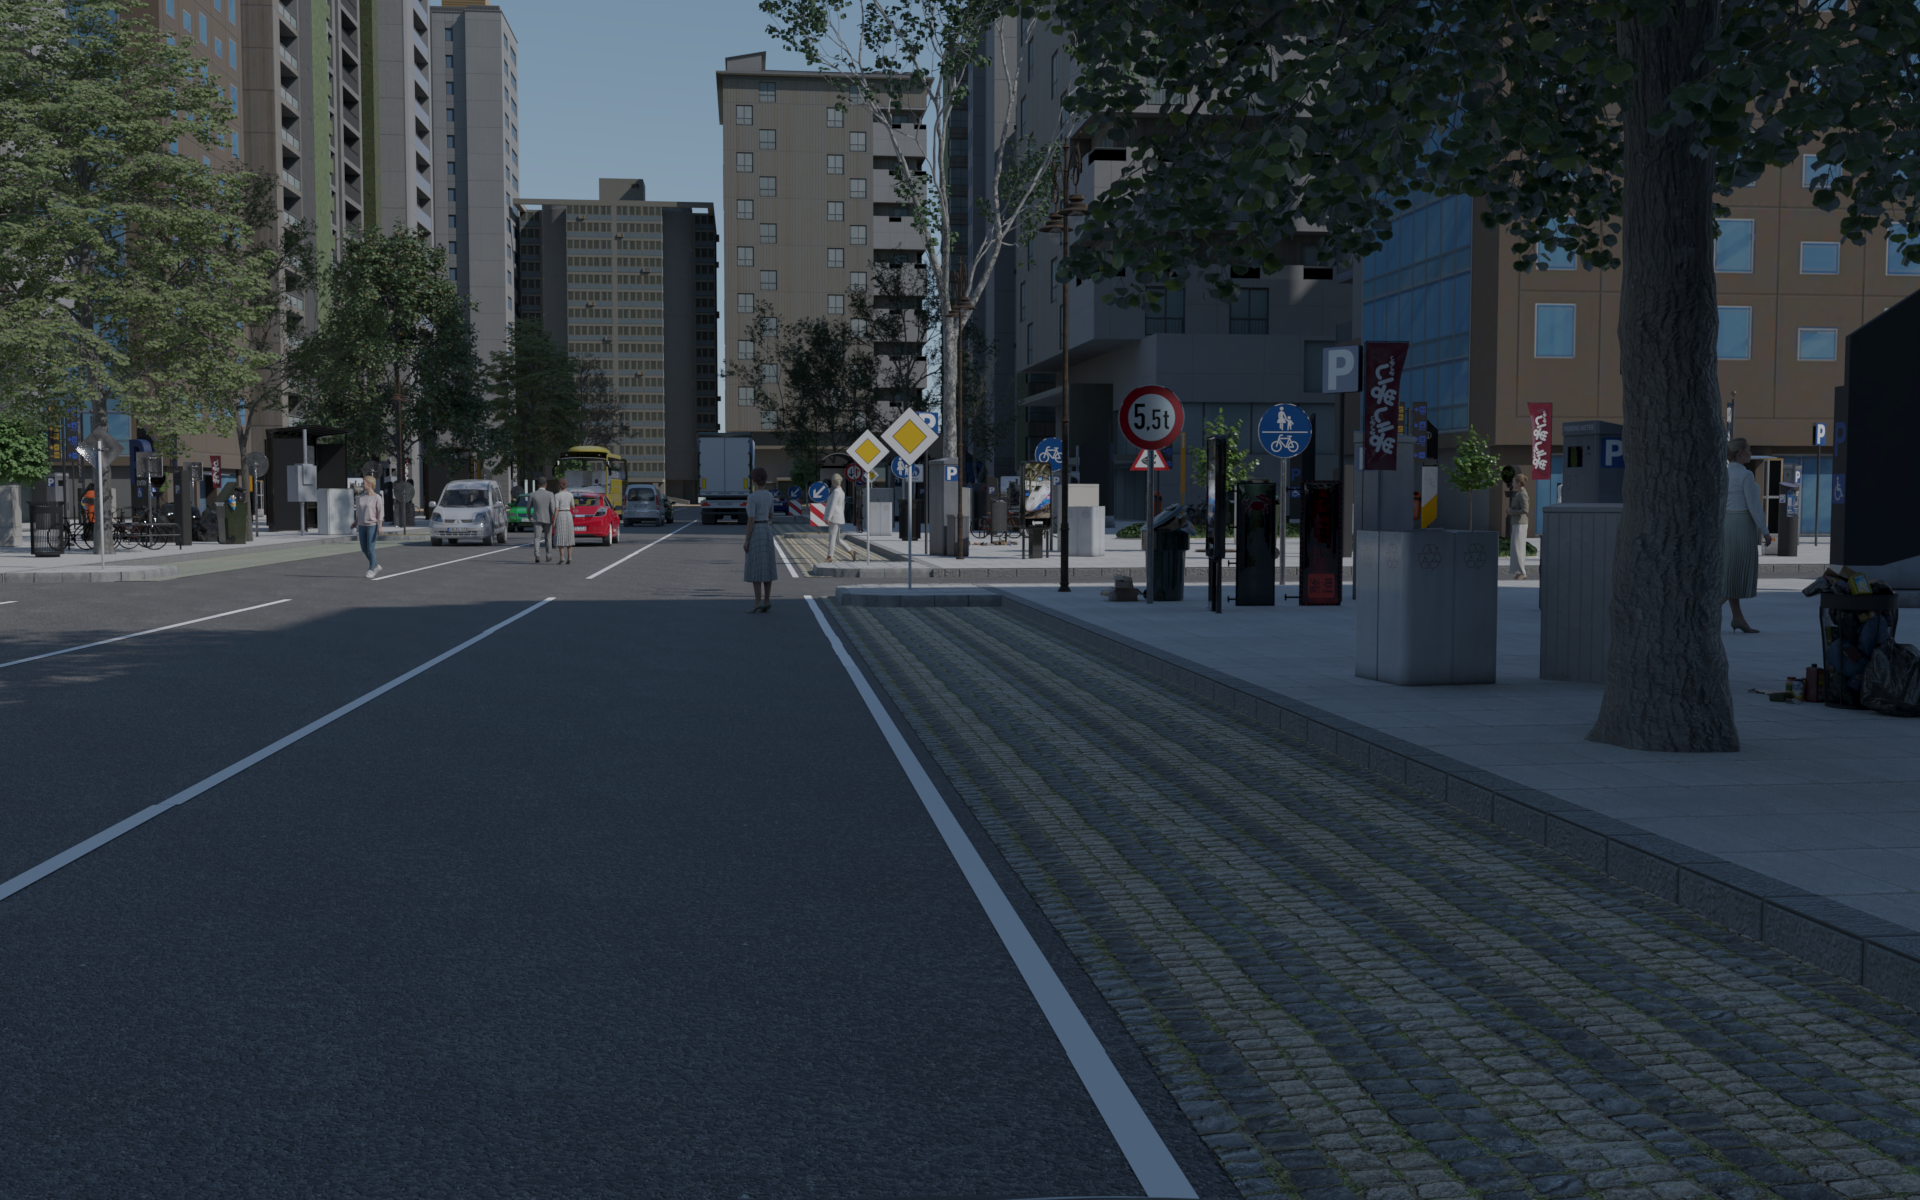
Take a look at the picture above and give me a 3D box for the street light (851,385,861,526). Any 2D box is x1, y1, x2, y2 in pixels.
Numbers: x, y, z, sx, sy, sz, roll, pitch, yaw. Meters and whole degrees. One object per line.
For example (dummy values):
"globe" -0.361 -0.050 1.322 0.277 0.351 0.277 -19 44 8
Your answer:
"street light" -4.231 -5.929 69.726 0.468 5.910 1.993 0 4 -7

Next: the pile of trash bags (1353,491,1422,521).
"pile of trash bags" 12.862 -2.749 54.705 3.447 1.369 1.912 0 4 7

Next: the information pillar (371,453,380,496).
"information pillar" -26.428 -5.323 78.383 0.183 3.616 0.504 1 4 20

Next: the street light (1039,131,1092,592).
"street light" 1.373 -3.046 22.591 0.468 5.910 1.993 0 4 -7

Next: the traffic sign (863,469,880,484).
"traffic sign" -4.329 -5.221 85.088 0.795 2.593 0.064 0 4 0

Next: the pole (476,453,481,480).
"pole" -22.594 -5.355 81.394 0.158 3.312 0.155 0 3 0

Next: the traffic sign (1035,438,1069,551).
"traffic sign" 2.065 -2.387 39.140 0.768 2.556 0.104 0 4 -6

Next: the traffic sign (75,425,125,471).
"traffic sign" -14.629 -1.669 29.481 0.795 2.593 0.064 0 4 -7

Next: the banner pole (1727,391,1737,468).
"banner pole" 18.602 -3.172 41.875 0.401 3.779 0.863 3 4 37

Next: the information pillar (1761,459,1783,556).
"information pillar" 16.934 -1.934 36.116 0.304 2.012 0.304 1 4 10

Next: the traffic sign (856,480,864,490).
"traffic sign" -6.064 -6.428 105.208 0.768 2.556 0.104 0 4 -2

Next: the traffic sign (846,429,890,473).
"traffic sign" -1.631 -1.766 31.063 0.795 2.593 0.064 0 4 -7

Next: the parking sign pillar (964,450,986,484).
"parking sign pillar" 0.947 -7.182 105.900 1.447 3.967 1.447 -1 4 -19

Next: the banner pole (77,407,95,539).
"banner pole" -25.165 -3.644 49.595 0.401 3.779 0.863 -3 4 -39

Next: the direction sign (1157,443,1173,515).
"direction sign" 6.209 -3.807 54.234 0.876 3.537 0.379 1 4 9

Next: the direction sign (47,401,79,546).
"direction sign" -21.968 -3.087 42.467 0.379 3.537 0.876 1 4 20

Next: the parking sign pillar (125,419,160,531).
"parking sign pillar" -28.885 -4.459 61.373 1.447 3.967 1.447 3 4 38

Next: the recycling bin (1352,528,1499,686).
"recycling bin" 3.208 0.038 11.939 0.722 1.027 0.722 -1 4 -15

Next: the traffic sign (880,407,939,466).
"traffic sign" -0.650 -1.281 23.138 0.795 2.593 0.064 0 4 -7

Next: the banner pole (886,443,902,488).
"banner pole" -2.748 -4.951 70.969 0.863 3.779 0.401 -1 4 -17

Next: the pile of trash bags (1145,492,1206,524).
"pile of trash bags" 8.156 -3.127 60.879 3.447 1.369 1.912 -1 4 -14

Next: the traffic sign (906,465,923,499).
"traffic sign" -1.571 -3.527 59.799 0.606 2.300 0.079 0 4 1

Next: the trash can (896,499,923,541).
"trash can" -1.372 -2.187 47.418 0.748 1.137 0.748 0 3 0

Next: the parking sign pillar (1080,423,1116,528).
"parking sign pillar" 5.217 -4.745 66.049 1.447 3.967 1.447 2 4 35

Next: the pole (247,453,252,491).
"pole" -35.470 -5.669 86.528 0.158 3.312 0.155 0 3 0

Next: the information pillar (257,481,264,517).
"information pillar" -38.630 -5.569 95.548 0.304 2.012 0.304 0 4 -4

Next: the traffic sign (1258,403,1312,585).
"traffic sign" 4.555 -1.486 24.403 0.768 2.556 0.104 0 4 -5

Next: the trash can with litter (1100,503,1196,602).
"trash can with litter" 2.253 -0.573 20.757 1.055 1.170 0.624 -1 4 -14

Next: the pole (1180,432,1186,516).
"pole" 7.318 -3.855 56.869 0.158 3.312 0.155 0 3 0

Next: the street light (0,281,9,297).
"street light" -16.708 -3.470 29.526 0.468 5.910 1.993 0 4 -7

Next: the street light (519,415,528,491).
"street light" -25.553 -7.873 101.503 0.468 5.910 1.993 0 4 -7

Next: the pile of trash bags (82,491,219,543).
"pile of trash bags" -21.417 -2.213 45.940 1.912 1.369 3.447 3 5 44

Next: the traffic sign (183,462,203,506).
"traffic sign" -24.436 -3.245 55.192 0.606 2.300 0.079 0 4 -2

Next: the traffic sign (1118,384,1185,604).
"traffic sign" 2.223 -1.229 20.202 0.768 2.556 0.104 0 4 -1

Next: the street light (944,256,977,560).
"street light" 0.002 -3.734 33.839 0.468 5.910 1.993 0 4 -7

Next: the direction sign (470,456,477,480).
"direction sign" -28.924 -6.821 103.527 0.876 3.537 0.379 0 4 0

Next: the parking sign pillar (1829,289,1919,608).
"parking sign pillar" 10.855 -1.930 20.033 1.447 3.967 1.447 0 4 6

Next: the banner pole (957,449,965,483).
"banner pole" -0.096 -6.477 95.908 0.401 3.779 0.863 0 4 5

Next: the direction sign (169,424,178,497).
"direction sign" -24.704 -3.819 54.445 0.379 3.537 0.876 -3 4 -37

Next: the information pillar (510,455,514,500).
"information pillar" -25.914 -6.658 100.213 0.183 3.616 0.504 0 4 -6

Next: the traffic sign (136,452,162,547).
"traffic sign" -19.643 -2.439 42.000 0.606 2.300 0.079 0 4 -4

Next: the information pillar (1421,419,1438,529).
"information pillar" 14.208 -3.735 52.422 0.504 3.616 0.183 -1 4 -14

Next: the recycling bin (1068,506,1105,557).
"recycling bin" 2.542 -1.416 35.714 0.722 1.027 0.722 2 4 24

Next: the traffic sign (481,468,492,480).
"traffic sign" -23.580 -5.250 85.944 0.768 2.556 0.104 0 4 2

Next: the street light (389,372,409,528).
"street light" -21.221 -5.682 65.686 0.468 5.910 1.993 0 4 -7

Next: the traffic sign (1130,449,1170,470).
"traffic sign" 4.239 -2.369 38.739 0.884 2.594 0.081 0 4 -1

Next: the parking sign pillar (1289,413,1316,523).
"parking sign pillar" 11.338 -4.210 57.310 1.447 3.967 1.447 2 4 31

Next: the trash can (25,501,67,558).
"trash can" -18.520 -1.436 35.126 0.748 1.137 0.748 0 3 0

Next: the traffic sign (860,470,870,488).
"traffic sign" -4.907 -5.541 90.709 0.768 2.556 0.104 0 4 2

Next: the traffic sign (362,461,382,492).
"traffic sign" -22.482 -4.047 66.275 0.768 2.556 0.104 0 4 1

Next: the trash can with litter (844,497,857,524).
"trash can with litter" -4.651 -3.930 75.648 0.624 1.170 1.055 -2 4 -30

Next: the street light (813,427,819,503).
"street light" -8.752 -8.118 105.519 0.468 5.910 1.993 0 4 -7

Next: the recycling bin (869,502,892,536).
"recycling bin" -2.468 -2.496 53.369 0.722 1.027 0.722 0 4 -3

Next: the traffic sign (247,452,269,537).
"traffic sign" -21.150 -3.176 52.036 0.768 2.556 0.104 0 4 0

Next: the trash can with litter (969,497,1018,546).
"trash can with litter" 0.619 -1.978 43.401 2.233 1.210 1.678 -3 5 -43

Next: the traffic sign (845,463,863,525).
"traffic sign" -4.385 -4.383 71.770 0.768 2.556 0.104 0 4 1

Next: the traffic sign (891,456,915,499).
"traffic sign" -1.834 -3.414 55.922 0.768 2.556 0.104 0 4 -6
